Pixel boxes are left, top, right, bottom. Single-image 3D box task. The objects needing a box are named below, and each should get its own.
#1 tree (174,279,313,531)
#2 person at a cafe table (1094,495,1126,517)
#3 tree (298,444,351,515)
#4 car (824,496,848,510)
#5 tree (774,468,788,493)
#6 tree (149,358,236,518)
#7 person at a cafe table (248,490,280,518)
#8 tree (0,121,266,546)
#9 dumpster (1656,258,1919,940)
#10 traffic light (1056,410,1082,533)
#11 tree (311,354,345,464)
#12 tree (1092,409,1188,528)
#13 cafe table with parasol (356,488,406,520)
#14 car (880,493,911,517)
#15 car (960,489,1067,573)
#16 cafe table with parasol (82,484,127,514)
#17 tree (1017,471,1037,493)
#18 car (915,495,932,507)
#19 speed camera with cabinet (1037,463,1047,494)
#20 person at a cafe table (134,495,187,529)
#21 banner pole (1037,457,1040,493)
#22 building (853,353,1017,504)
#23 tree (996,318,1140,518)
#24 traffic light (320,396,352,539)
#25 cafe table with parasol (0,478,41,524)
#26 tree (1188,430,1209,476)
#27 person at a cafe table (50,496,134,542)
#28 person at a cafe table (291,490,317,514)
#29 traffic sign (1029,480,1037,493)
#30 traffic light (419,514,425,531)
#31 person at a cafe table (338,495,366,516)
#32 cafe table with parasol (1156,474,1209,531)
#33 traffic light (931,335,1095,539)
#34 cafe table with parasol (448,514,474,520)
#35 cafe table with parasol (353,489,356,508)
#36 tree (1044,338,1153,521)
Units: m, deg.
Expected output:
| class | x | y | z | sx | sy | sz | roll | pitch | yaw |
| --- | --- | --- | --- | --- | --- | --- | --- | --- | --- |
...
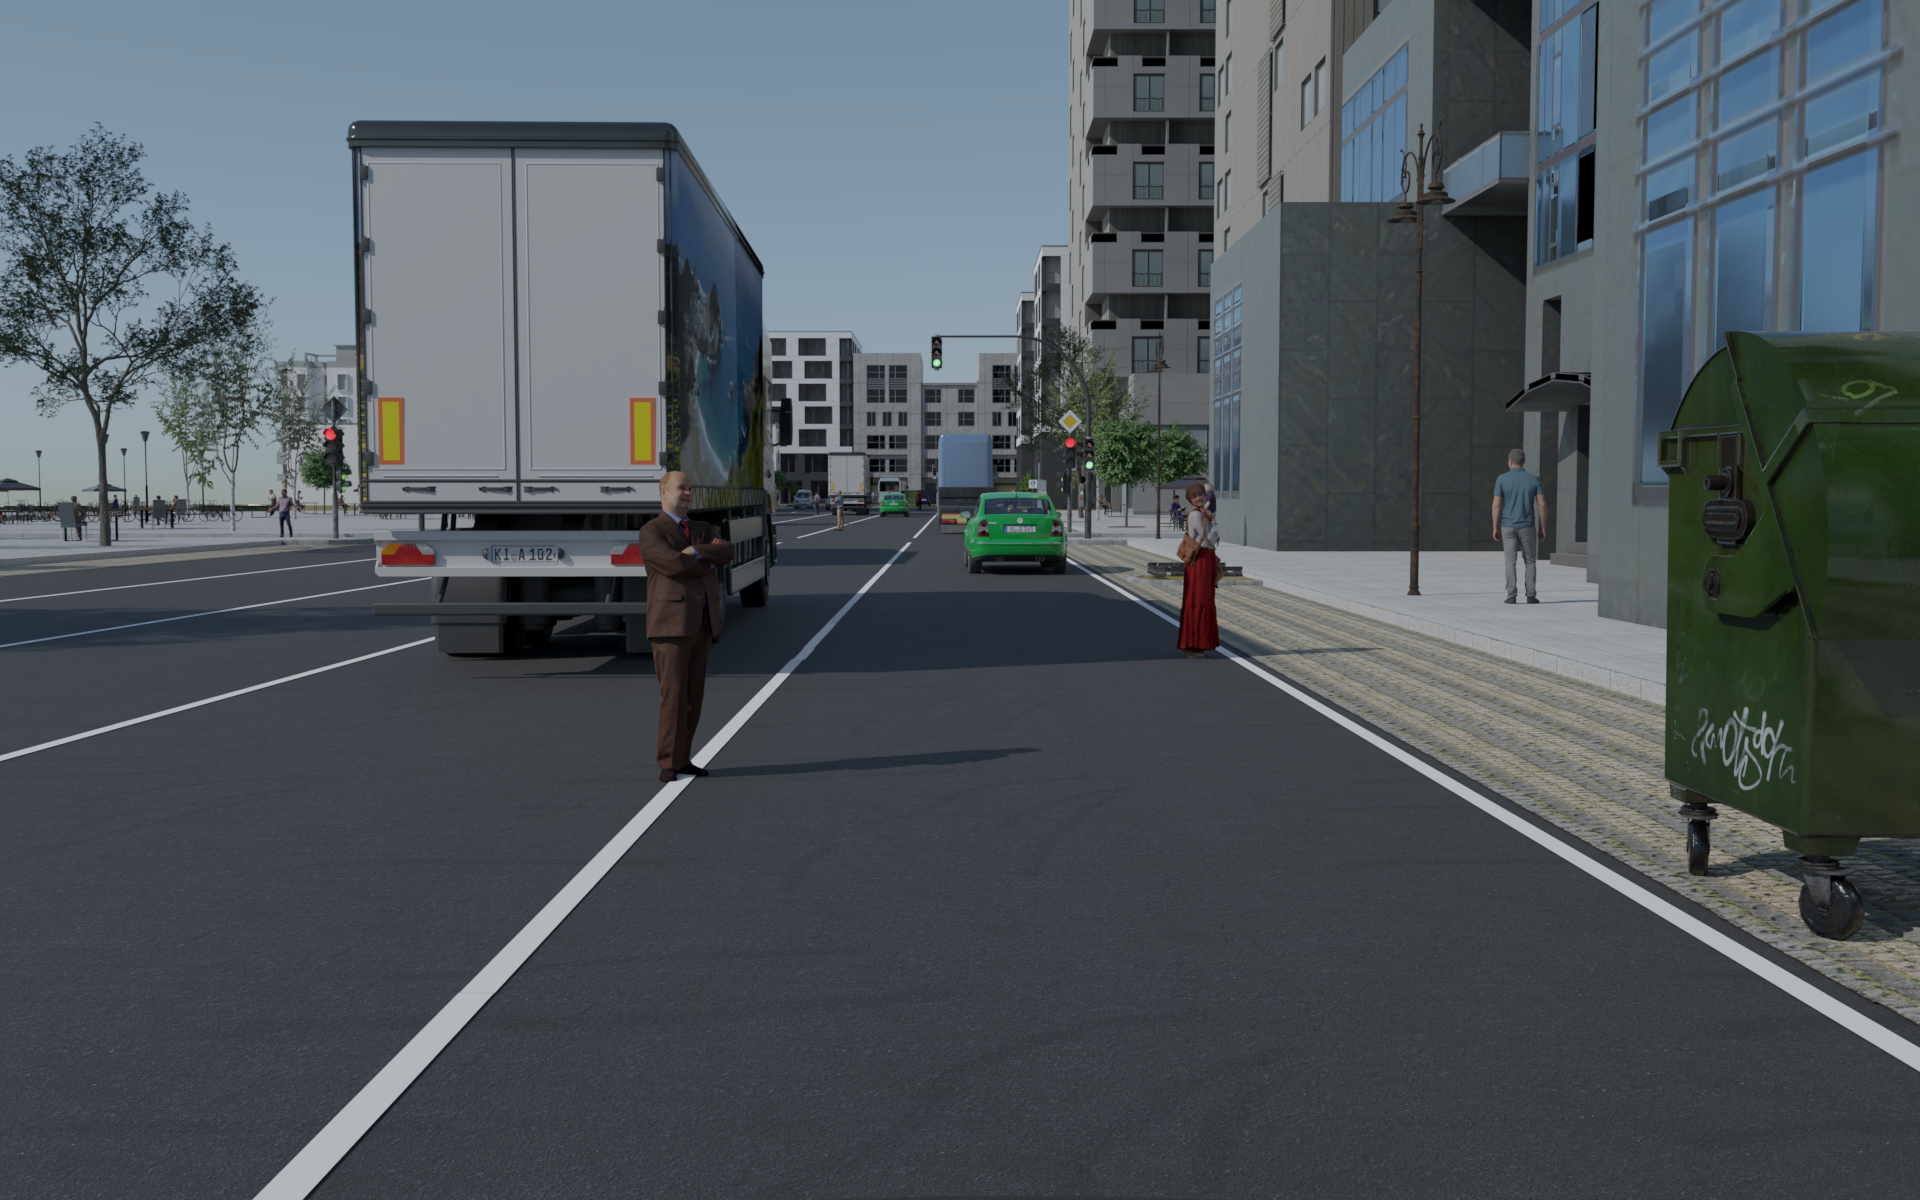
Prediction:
| class | x | y | z | sx | sy | sz | roll | pitch | yaw |
| --- | --- | --- | --- | --- | --- | --- | --- | --- | --- |
| tree | -25.256 | -6.711 | 60.083 | 4.360 | 8.622 | 3.978 | 0 | 3 | 0 |
| person at a cafe table | 8.495 | -5.346 | 98.264 | 1.726 | 1.238 | 1.698 | 1 | 4 | 16 |
| tree | -40.055 | -7.665 | 109.035 | 4.285 | 4.588 | 4.351 | 0 | 3 | 0 |
| car | -11.068 | -8.784 | 155.408 | 2.131 | 1.459 | 4.920 | 0 | 4 | -1 |
| tree | -21.193 | -13.039 | 196.900 | 4.285 | 4.588 | 4.351 | 0 | 3 | 0 |
| tree | -41.837 | -8.794 | 94.142 | 4.737 | 8.622 | 4.395 | 0 | 3 | 0 |
| person at a cafe table | -37.647 | -5.220 | 93.854 | 1.622 | 1.524 | 1.698 | -1 | 4 | -19 |
| tree | -21.026 | -6.625 | 42.726 | 8.767 | 10.594 | 7.601 | 0 | 4 | 2 |
| dumpster | 3.575 | -0.063 | 5.986 | 1.985 | 2.255 | 1.502 | 0 | 4 | 1 |
| traffic light | 3.634 | -4.203 | 57.643 | 0.839 | 4.253 | 0.868 | 0 | 3 | 0 |
| tree | -33.826 | -8.440 | 88.355 | 4.360 | 8.622 | 3.978 | 0 | 3 | 0 |
| tree | 6.423 | -5.069 | 66.598 | 4.285 | 4.588 | 4.351 | 0 | 3 | 0 |
| cafe table with parasol | -28.856 | -5.068 | 87.725 | 2.610 | 1.966 | 2.610 | -1 | 4 | -9 |
| car | -4.085 | -6.131 | 109.046 | 1.959 | 1.807 | 4.718 | 0 | 4 | 0 |
| car | 0.995 | -1.459 | 32.651 | 1.959 | 1.807 | 4.718 | 0 | 4 | -2 |
| cafe table with parasol | -51.154 | -6.038 | 103.580 | 2.610 | 1.966 | 2.610 | 1 | 4 | 9 |
| tree | 5.522 | -9.181 | 144.704 | 1.663 | 3.219 | 1.824 | 0 | 3 | 0 |
| car | -4.217 | -11.408 | 199.094 | 1.945 | 1.354 | 3.894 | 0 | 4 | 0 |
| speed camera with cabinet | 5.237 | -7.084 | 110.151 | 0.660 | 3.252 | 2.038 | 0 | 4 | 2 |
| person at a cafe table | -29.950 | -3.289 | 64.630 | 1.698 | 1.238 | 1.726 | -2 | 4 | -28 |
| banner pole | 5.264 | -7.722 | 116.267 | 0.401 | 3.779 | 0.863 | 1 | 4 | 18 |
| building | 2.379 | -21.969 | 225.642 | 31.486 | 18.905 | 16.747 | 0 | 3 | 0 |
| tree | 6.156 | -9.616 | 91.640 | 7.601 | 10.594 | 8.767 | 2 | 4 | 33 |
| traffic light | -17.890 | -3.711 | 49.595 | 0.839 | 4.253 | 0.868 | 0 | 3 | 0 |
| cafe table with parasol | -40.412 | -4.200 | 73.533 | 2.610 | 1.966 | 2.610 | 0 | 4 | 4 |
| tree | 9.182 | -5.572 | 74.813 | 4.285 | 4.588 | 4.351 | 0 | 3 | 0 |
| person at a cafe table | -23.718 | -2.202 | 46.864 | 1.698 | 1.238 | 1.726 | 0 | 4 | 3 |
| person at a cafe table | -42.805 | -6.396 | 113.097 | 1.622 | 1.524 | 1.698 | -1 | 4 | -15 |
| traffic sign | 5.281 | -7.523 | 125.131 | 0.606 | 2.300 | 0.079 | 0 | 4 | 8 |
| traffic light | -15.816 | -5.073 | 57.619 | 4.771 | 5.953 | 1.251 | 0 | 3 | 0 |
| person at a cafe table | -36.346 | -5.639 | 103.053 | 1.726 | 1.238 | 1.698 | 1 | 4 | 14 |
| cafe table with parasol | 8.106 | -3.378 | 60.098 | 2.610 | 1.966 | 2.610 | 0 | 4 | 8 |
| traffic light | 1.560 | -4.578 | 49.512 | 4.771 | 5.953 | 1.251 | 0 | 3 | 0 |
| cafe table with parasol | -27.753 | -5.563 | 95.820 | 2.610 | 1.966 | 2.610 | 3 | 4 | 37 |
| cafe table with parasol | -33.185 | -5.781 | 99.389 | 2.610 | 1.966 | 2.610 | -3 | 4 | -37 |
| tree | 6.831 | -8.081 | 82.481 | 4.737 | 8.622 | 4.395 | 0 | 3 | 0 |
